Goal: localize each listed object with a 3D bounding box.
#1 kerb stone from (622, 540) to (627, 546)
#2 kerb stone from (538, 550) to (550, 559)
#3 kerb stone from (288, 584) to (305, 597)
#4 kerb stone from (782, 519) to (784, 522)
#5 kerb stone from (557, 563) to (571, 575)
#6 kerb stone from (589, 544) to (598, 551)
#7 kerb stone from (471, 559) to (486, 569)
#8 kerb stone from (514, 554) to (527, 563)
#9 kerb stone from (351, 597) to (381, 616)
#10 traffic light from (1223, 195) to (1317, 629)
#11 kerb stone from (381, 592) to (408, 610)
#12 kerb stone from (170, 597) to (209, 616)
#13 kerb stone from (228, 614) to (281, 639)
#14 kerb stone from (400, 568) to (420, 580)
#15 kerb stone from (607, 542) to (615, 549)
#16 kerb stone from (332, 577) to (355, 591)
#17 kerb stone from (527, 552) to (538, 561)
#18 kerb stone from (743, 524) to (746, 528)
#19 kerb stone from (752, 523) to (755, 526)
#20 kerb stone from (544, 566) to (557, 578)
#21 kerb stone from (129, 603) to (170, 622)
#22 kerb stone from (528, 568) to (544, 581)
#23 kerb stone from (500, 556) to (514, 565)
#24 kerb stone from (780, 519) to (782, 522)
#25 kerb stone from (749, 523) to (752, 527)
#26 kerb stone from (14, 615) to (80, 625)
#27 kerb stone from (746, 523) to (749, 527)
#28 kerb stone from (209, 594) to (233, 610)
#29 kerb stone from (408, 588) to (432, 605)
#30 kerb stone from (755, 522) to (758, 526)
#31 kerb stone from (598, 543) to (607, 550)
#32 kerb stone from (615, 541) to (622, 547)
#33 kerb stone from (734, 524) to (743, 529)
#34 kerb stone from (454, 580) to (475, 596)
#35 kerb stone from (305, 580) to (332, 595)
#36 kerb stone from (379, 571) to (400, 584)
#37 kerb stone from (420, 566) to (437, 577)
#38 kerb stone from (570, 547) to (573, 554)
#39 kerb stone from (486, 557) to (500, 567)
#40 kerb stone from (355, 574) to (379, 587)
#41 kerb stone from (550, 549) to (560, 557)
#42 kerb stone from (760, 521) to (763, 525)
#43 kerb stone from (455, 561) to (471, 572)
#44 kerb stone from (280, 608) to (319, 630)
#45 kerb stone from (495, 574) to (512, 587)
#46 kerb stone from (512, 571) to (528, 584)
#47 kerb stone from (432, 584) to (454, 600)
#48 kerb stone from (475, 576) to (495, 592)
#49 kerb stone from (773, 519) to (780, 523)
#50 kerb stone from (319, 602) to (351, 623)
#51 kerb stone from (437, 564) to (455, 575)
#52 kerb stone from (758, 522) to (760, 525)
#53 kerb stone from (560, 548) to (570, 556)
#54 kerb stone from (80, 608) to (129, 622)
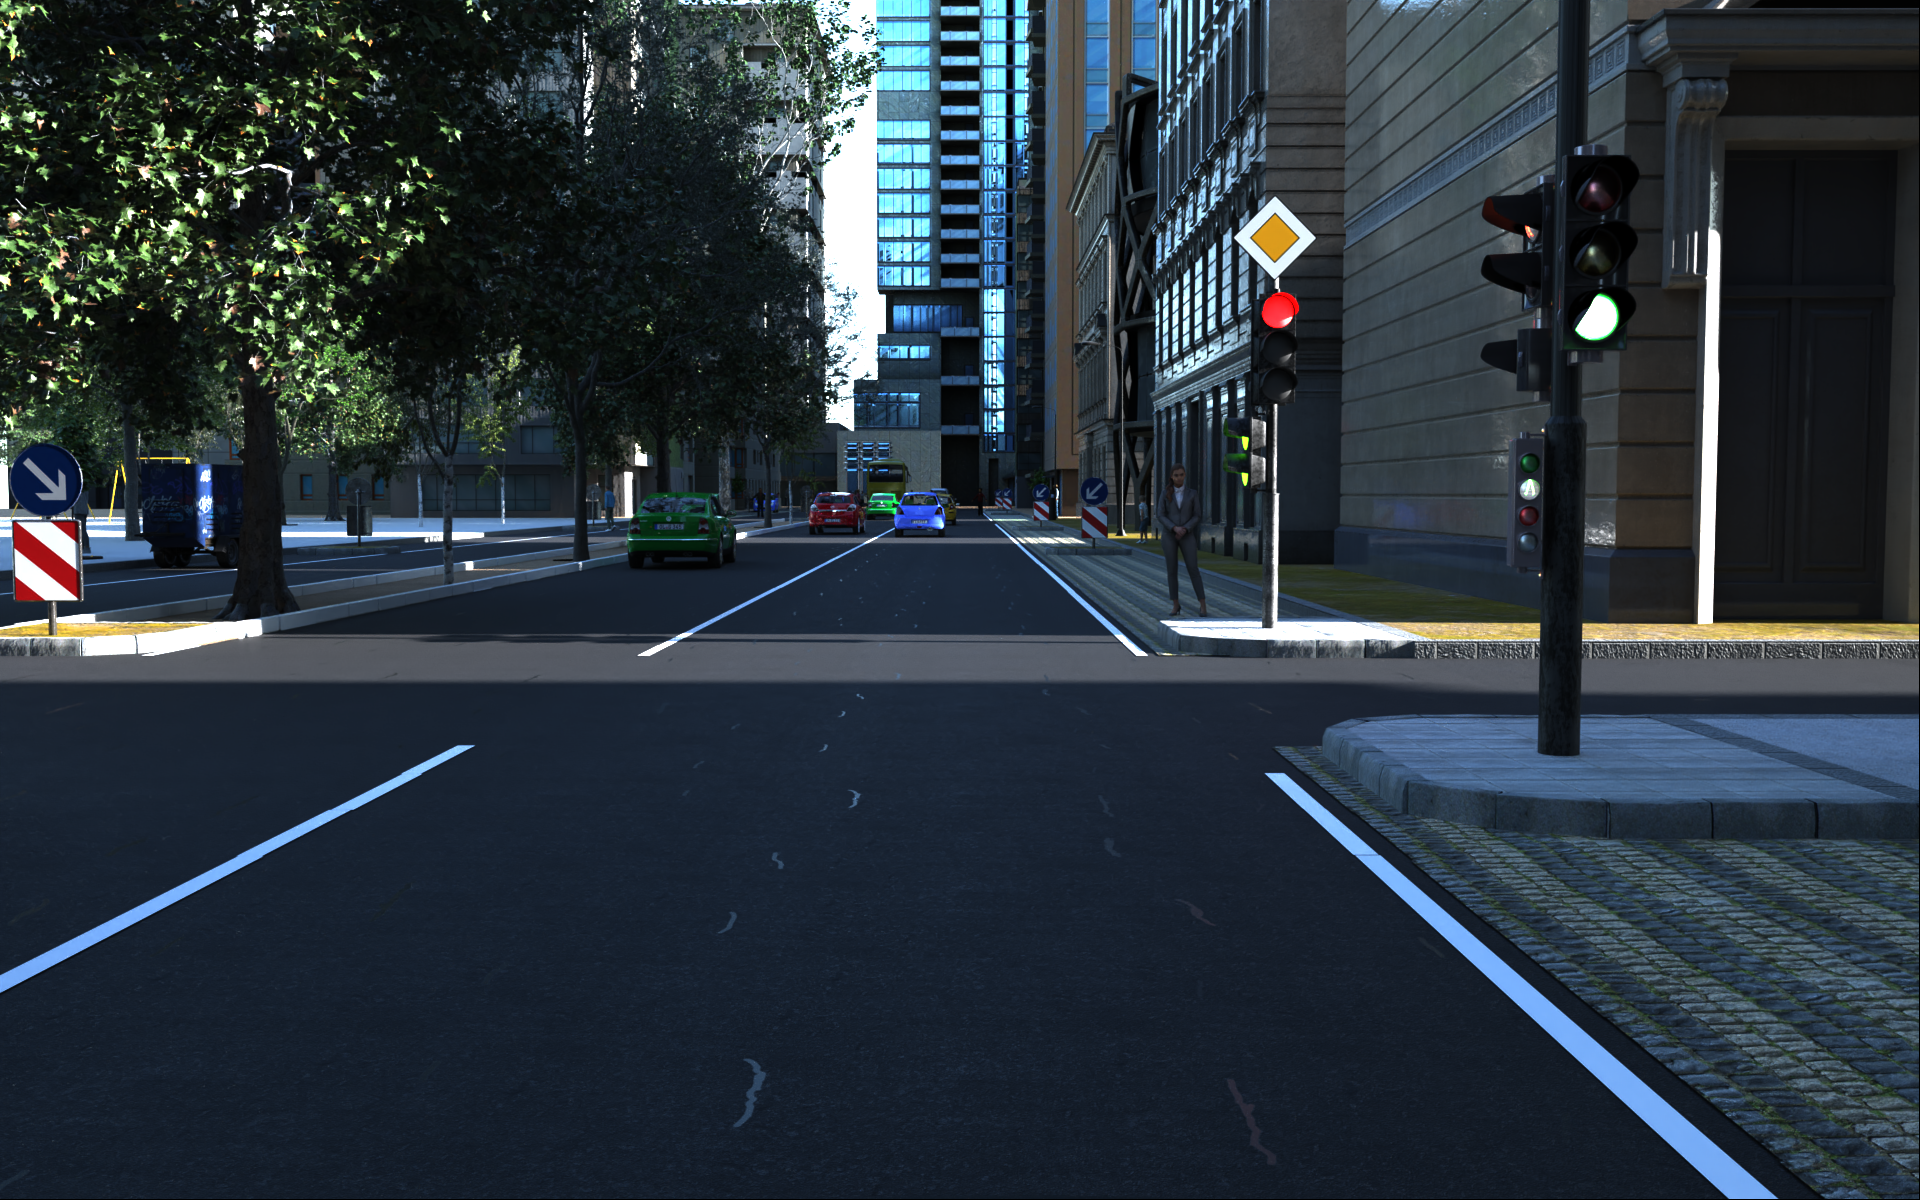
[{"bbox_3d":[-9.263,-1.536,47.353,0.120,0.150,1.000,0,3,0],"label":"kerb stone"},{"bbox_3d":[-9.265,-0.974,38.119,0.120,0.150,1.000,0,3,0],"label":"kerb stone"},{"bbox_3d":[-9.284,-0.097,23.775,0.120,0.150,1.000,0,3,0],"label":"kerb stone"},{"bbox_3d":[-9.211,-4.046,88.351,0.120,0.150,1.000,0,3,0],"label":"kerb stone"},{"bbox_3d":[-7.180,-0.537,30.987,0.120,0.150,1.000,0,3,0],"label":"kerb stone"},{"bbox_3d":[-9.261,-1.288,43.258,0.120,0.150,1.000,0,3,0],"label":"kerb stone"},{"bbox_3d":[-9.277,-0.660,32.994,0.120,0.150,1.000,0,3,0],"label":"kerb stone"},{"bbox_3d":[-9.268,-0.847,36.072,0.120,0.150,1.000,0,3,0],"label":"kerb stone"},{"bbox_3d":[-7.192,0.091,20.729,0.120,0.150,1.000,0,3,0],"label":"kerb stone"},{"bbox_3d":[2.946,-1.685,16.466,0.839,4.253,0.868,0,3,0],"label":"traffic light"},{"bbox_3d":[-7.188,0.027,21.751,0.120,0.150,1.000,0,3,0],"label":"kerb stone"},{"bbox_3d":[-9.295,0.092,20.708,0.120,0.150,1.000,0,3,0],"label":"kerb stone"},{"bbox_3d":[-7.198,0.278,17.643,0.120,0.150,1.000,0,3,0],"label":"kerb stone"},{"bbox_3d":[-9.275,-0.410,28.900,0.120,0.150,1.000,0,3,0],"label":"kerb stone"},{"bbox_3d":[-9.259,-1.412,45.309,0.120,0.150,1.000,0,3,0],"label":"kerb stone"},{"bbox_3d":[-9.290,-0.222,25.828,0.120,0.150,1.000,0,3,0],"label":"kerb stone"},{"bbox_3d":[-9.273,-0.911,37.095,0.120,0.150,1.000,0,3,0],"label":"kerb stone"},{"bbox_3d":[-9.232,-3.105,72.966,0.120,0.150,1.000,0,3,0],"label":"kerb stone"},{"bbox_3d":[-9.229,-3.292,76.036,0.120,0.150,1.000,0,3,0],"label":"kerb stone"},{"bbox_3d":[-7.184,-0.475,29.958,0.120,0.150,1.000,0,3,0],"label":"kerb stone"},{"bbox_3d":[-9.293,0.156,19.683,0.120,0.150,1.000,0,3,0],"label":"kerb stone"},{"bbox_3d":[-7.179,-0.412,28.936,0.120,0.150,1.000,0,3,0],"label":"kerb stone"},{"bbox_3d":[-9.268,-0.786,35.050,0.120,0.150,1.000,0,3,0],"label":"kerb stone"},{"bbox_3d":[-9.210,-3.983,87.316,0.120,0.150,1.000,0,3,0],"label":"kerb stone"},{"bbox_3d":[-9.236,-3.230,75.014,0.120,0.150,1.000,0,3,0],"label":"kerb stone"},{"bbox_3d":[-9.300,0.281,17.637,0.120,0.150,1.000,0,3,0],"label":"kerb stone"},{"bbox_3d":[-9.233,-3.168,73.988,0.120,0.150,1.000,0,3,0],"label":"kerb stone"},{"bbox_3d":[-9.286,0.028,21.730,0.120,0.150,1.000,0,3,0],"label":"kerb stone"},{"bbox_3d":[-7.190,-0.035,22.773,0.120,0.150,1.000,0,3,0],"label":"kerb stone"},{"bbox_3d":[-9.231,-3.356,77.059,0.120,0.150,1.000,0,3,0],"label":"kerb stone"},{"bbox_3d":[-9.263,-1.351,44.286,0.120,0.150,1.000,0,3,0],"label":"kerb stone"},{"bbox_3d":[-9.265,-1.476,46.331,0.120,0.150,1.000,0,3,0],"label":"kerb stone"},{"bbox_3d":[-9.236,-3.039,71.944,0.120,0.150,1.000,0,3,0],"label":"kerb stone"},{"bbox_3d":[-7.186,-0.159,24.828,0.120,0.150,1.000,0,3,0],"label":"kerb stone"},{"bbox_3d":[-9.282,-0.157,24.806,0.120,0.150,1.000,0,3,0],"label":"kerb stone"},{"bbox_3d":[-9.272,-0.348,27.878,0.120,0.150,1.000,0,3,0],"label":"kerb stone"},{"bbox_3d":[-9.289,-0.473,29.923,0.120,0.150,1.000,0,3,0],"label":"kerb stone"},{"bbox_3d":[-9.272,-1.163,41.210,0.120,0.150,1.000,0,3,0],"label":"kerb stone"},{"bbox_3d":[-9.283,-0.723,34.016,0.120,0.150,1.000,0,3,0],"label":"kerb stone"},{"bbox_3d":[-9.281,-0.285,26.856,0.120,0.150,1.000,0,3,0],"label":"kerb stone"},{"bbox_3d":[-9.273,-1.037,39.155,0.120,0.150,1.000,0,3,0],"label":"kerb stone"},{"bbox_3d":[-9.228,-3.481,79.112,0.120,0.150,1.000,0,3,0],"label":"kerb stone"},{"bbox_3d":[-9.274,-0.598,31.972,0.120,0.150,1.000,0,3,0],"label":"kerb stone"},{"bbox_3d":[-7.186,0.215,18.678,0.120,0.150,1.000,0,3,0],"label":"kerb stone"},{"bbox_3d":[-7.189,-0.286,26.880,0.120,0.150,1.000,0,3,0],"label":"kerb stone"},{"bbox_3d":[-7.186,-0.348,27.914,0.120,0.150,1.000,0,3,0],"label":"kerb stone"},{"bbox_3d":[-7.190,-0.098,23.796,0.120,0.150,1.000,0,3,0],"label":"kerb stone"},{"bbox_3d":[-7.180,-0.224,25.857,0.120,0.150,1.000,0,3,0],"label":"kerb stone"},{"bbox_3d":[-9.215,-3.920,86.286,0.120,0.150,1.000,0,3,0],"label":"kerb stone"},{"bbox_3d":[-7.192,0.153,19.700,0.120,0.150,1.000,0,3,0],"label":"kerb stone"},{"bbox_3d":[-9.279,-0.535,30.945,0.120,0.150,1.000,0,3,0],"label":"kerb stone"},{"bbox_3d":[-9.230,-3.414,78.081,0.120,0.150,1.000,0,3,0],"label":"kerb stone"},{"bbox_3d":[-9.273,-1.100,40.179,0.120,0.150,1.000,0,3,0],"label":"kerb stone"},{"bbox_3d":[-9.286,0.216,18.661,0.120,0.150,1.000,0,3,0],"label":"kerb stone"}]
